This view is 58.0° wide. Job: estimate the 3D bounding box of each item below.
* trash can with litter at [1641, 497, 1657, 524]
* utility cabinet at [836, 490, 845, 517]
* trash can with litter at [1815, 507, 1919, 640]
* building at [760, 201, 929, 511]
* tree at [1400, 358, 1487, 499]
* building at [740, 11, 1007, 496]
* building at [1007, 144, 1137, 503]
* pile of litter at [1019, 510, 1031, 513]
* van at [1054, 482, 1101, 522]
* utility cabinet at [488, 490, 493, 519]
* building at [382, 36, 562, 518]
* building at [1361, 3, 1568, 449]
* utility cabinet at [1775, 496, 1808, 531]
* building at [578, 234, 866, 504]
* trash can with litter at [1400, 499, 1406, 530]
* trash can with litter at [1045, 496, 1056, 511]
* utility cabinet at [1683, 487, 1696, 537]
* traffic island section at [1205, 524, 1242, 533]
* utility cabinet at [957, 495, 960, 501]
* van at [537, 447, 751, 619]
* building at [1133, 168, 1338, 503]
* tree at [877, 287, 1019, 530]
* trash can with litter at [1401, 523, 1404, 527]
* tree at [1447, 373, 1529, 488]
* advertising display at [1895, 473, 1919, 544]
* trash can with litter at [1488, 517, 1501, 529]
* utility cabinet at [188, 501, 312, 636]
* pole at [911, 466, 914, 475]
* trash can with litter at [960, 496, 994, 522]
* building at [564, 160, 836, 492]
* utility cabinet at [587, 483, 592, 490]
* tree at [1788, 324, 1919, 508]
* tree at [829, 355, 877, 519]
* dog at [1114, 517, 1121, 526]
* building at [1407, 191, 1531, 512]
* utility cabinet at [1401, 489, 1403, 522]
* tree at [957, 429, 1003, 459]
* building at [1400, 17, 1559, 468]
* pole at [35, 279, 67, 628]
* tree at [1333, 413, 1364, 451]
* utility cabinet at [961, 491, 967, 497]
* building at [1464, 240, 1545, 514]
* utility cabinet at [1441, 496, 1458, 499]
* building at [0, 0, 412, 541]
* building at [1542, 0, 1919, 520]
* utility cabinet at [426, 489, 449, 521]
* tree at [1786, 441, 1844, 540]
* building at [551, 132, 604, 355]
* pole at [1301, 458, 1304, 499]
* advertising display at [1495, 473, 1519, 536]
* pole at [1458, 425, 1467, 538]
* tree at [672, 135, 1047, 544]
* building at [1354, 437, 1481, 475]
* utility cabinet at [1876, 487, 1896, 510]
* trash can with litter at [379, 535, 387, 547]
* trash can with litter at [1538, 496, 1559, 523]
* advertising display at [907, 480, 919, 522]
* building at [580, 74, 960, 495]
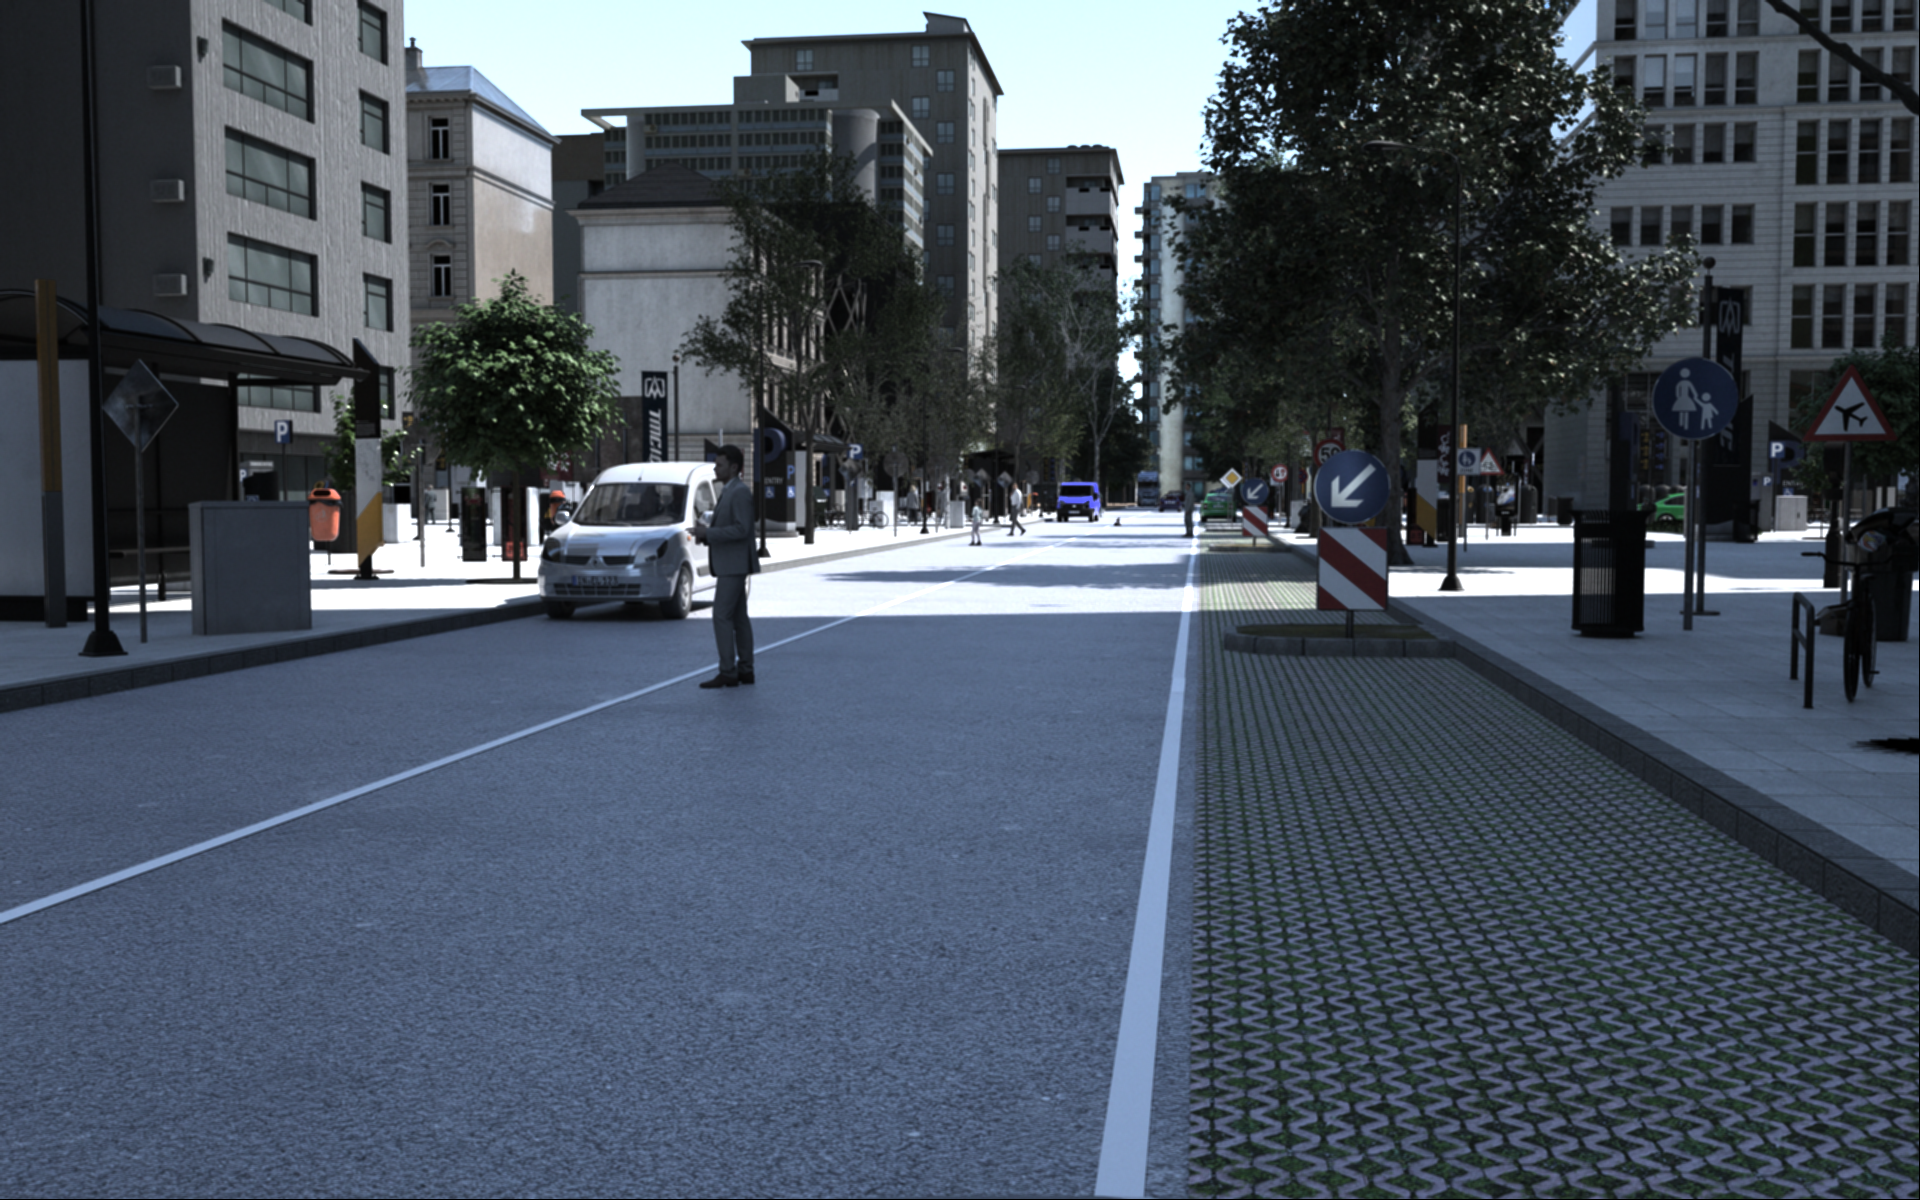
[{"bbox_3d":[25.280,-3.151,62.898,1.055,1.170,0.624,2,4,23],"label":"trash can with litter"},{"bbox_3d":[-6.852,-5.378,96.613,1.173,1.500,0.318,3,5,45],"label":"utility cabinet"},{"bbox_3d":[8.015,-0.248,15.442,0.624,1.170,1.055,0,4,-8],"label":"trash can with litter"},{"bbox_3d":[-9.832,-18.976,139.929,12.332,23.373,15.834,0,4,8],"label":"building"},{"bbox_3d":[25.068,-8.527,89.773,4.737,8.622,4.395,0,3,0],"label":"tree"},{"bbox_3d":[-10.120,-37.339,199.723,27.495,52.752,28.713,0,4,8],"label":"building"},{"bbox_3d":[12.507,-41.064,260.639,27.495,52.752,28.713,0,4,8],"label":"building"},{"bbox_3d":[4.243,-6.297,116.925,1.176,0.858,1.719,-3,5,-43],"label":"pile of litter"},{"bbox_3d":[6.129,-5.209,89.557,2.240,2.365,5.245,1,4,9],"label":"van"},{"bbox_3d":[-22.935,-4.740,86.174,1.173,1.500,0.318,2,4,33],"label":"utility cabinet"},{"bbox_3d":[-37.096,-18.496,99.669,25.104,27.353,12.463,0,4,8],"label":"building"},{"bbox_3d":[53.432,-52.672,173.863,22.319,86.520,31.000,0,4,8],"label":"building"},{"bbox_3d":[28.575,-2.959,59.545,1.020,1.237,0.306,0,4,-7],"label":"utility cabinet"},{"bbox_3d":[-15.107,-15.368,118.714,16.820,18.784,16.811,0,4,8],"label":"building"},{"bbox_3d":[15.149,-3.075,61.342,2.233,1.210,1.678,-3,5,-42],"label":"trash can with litter"},{"bbox_3d":[6.441,-6.776,122.179,0.624,1.170,1.055,-2,4,-29],"label":"trash can with litter"},{"bbox_3d":[21.722,-2.554,50.442,1.173,1.500,0.318,1,4,22],"label":"utility cabinet"},{"bbox_3d":[10.311,-2.648,65.578,2.009,0.180,2.903,0,4,8],"label":"traffic island section"},{"bbox_3d":[-0.548,-7.771,138.217,1.020,1.237,0.306,0,4,3],"label":"utility cabinet"},{"bbox_3d":[-3.783,-0.872,21.267,2.013,2.044,4.112,0,4,8],"label":"van"},{"bbox_3d":[41.009,-38.871,255.154,30.456,49.044,23.786,0,4,8],"label":"building"},{"bbox_3d":[-0.222,-6.850,62.355,4.360,8.622,3.978,0,3,0],"label":"tree"},{"bbox_3d":[15.986,-3.246,64.462,1.055,1.170,0.624,1,4,21],"label":"trash can with litter"},{"bbox_3d":[25.136,-8.002,81.202,4.360,8.622,3.978,0,3,0],"label":"tree"},{"bbox_3d":[20.008,-1.900,36.271,0.123,1.923,0.974,-1,4,-16],"label":"advertising display"},{"bbox_3d":[19.830,-3.207,63.816,0.624,1.170,1.055,-1,4,-16],"label":"trash can with litter"},{"bbox_3d":[-6.593,-0.302,16.106,0.306,1.237,1.020,3,5,43],"label":"utility cabinet"},{"bbox_3d":[-3.416,-8.017,124.926,0.158,3.312,0.155,0,3,0],"label":"pole"},{"bbox_3d":[0.664,-4.159,79.057,2.233,1.210,1.678,-1,4,-22],"label":"trash can with litter"},{"bbox_3d":[-14.319,-14.421,100.408,10.561,19.102,19.286,0,4,8],"label":"building"},{"bbox_3d":[-6.826,-1.580,34.516,1.173,1.500,0.318,1,4,17],"label":"utility cabinet"},{"bbox_3d":[17.994,-3.060,33.744,4.285,4.588,4.351,0,3,0],"label":"tree"},{"bbox_3d":[-4.698,-8.575,90.570,4.360,8.622,3.978,0,3,0],"label":"tree"},{"bbox_3d":[7.093,-3.488,77.216,0.550,0.427,0.748,2,4,27],"label":"dog"},{"bbox_3d":[42.220,-19.358,134.528,12.078,24.808,19.932,0,4,8],"label":"building"},{"bbox_3d":[19.740,-4.249,78.157,0.318,1.500,1.173,0,4,7],"label":"utility cabinet"},{"bbox_3d":[1.309,-11.707,141.764,4.737,8.622,4.395,0,3,0],"label":"tree"},{"bbox_3d":[45.688,-28.736,153.424,14.154,41.232,14.086,0,4,8],"label":"building"},{"bbox_3d":[-8.706,-1.391,16.581,0.158,3.312,0.155,0,3,0],"label":"pole"},{"bbox_3d":[30.471,-11.623,140.395,4.737,8.622,4.395,0,3,0],"label":"tree"},{"bbox_3d":[0.651,-7.774,135.783,1.173,1.500,0.318,1,4,9],"label":"utility cabinet"},{"bbox_3d":[42.301,-15.179,115.626,16.820,18.784,16.811,0,4,8],"label":"building"},{"bbox_3d":[18.061,-3.232,64.004,0.306,1.237,1.020,0,4,-4],"label":"utility cabinet"},{"bbox_3d":[-23.601,-16.863,47.413,14.107,30.474,14.160,0,4,8],"label":"building"},{"bbox_3d":[46.123,-18.970,87.651,29.804,29.767,11.434,0,4,8],"label":"building"},{"bbox_3d":[-24.893,-4.524,82.653,1.173,1.500,0.318,1,4,19],"label":"utility cabinet"},{"bbox_3d":[24.255,-3.325,48.967,1.663,3.219,1.824,0,3,0],"label":"tree"},{"bbox_3d":[-45.233,-34.323,211.292,14.200,45.320,14.600,0,4,8],"label":"building"},{"bbox_3d":[18.474,-6.098,93.545,0.158,3.312,0.155,0,3,0],"label":"pole"},{"bbox_3d":[16.689,-2.915,52.866,0.123,1.923,0.974,-1,4,-20],"label":"advertising display"},{"bbox_3d":[14.757,-3.488,50.876,0.158,3.312,0.155,0,3,0],"label":"pole"},{"bbox_3d":[-3.631,-6.719,44.265,8.767,10.594,7.601,3,4,37],"label":"tree"},{"bbox_3d":[52.436,-33.521,198.180,14.600,45.320,14.200,0,4,8],"label":"building"},{"bbox_3d":[29.577,-2.810,54.616,1.173,1.500,0.318,3,4,37],"label":"utility cabinet"},{"bbox_3d":[-14.370,-1.862,41.830,0.624,1.170,1.055,1,4,14],"label":"trash can with litter"},{"bbox_3d":[26.027,-4.040,77.111,2.233,1.210,1.678,-1,4,-8],"label":"trash can with litter"},{"bbox_3d":[-2.127,-4.489,78.613,0.123,1.923,0.974,2,4,23],"label":"advertising display"},{"bbox_3d":[-16.552,-28.924,164.793,32.217,40.220,23.993,0,4,8],"label":"building"}]
